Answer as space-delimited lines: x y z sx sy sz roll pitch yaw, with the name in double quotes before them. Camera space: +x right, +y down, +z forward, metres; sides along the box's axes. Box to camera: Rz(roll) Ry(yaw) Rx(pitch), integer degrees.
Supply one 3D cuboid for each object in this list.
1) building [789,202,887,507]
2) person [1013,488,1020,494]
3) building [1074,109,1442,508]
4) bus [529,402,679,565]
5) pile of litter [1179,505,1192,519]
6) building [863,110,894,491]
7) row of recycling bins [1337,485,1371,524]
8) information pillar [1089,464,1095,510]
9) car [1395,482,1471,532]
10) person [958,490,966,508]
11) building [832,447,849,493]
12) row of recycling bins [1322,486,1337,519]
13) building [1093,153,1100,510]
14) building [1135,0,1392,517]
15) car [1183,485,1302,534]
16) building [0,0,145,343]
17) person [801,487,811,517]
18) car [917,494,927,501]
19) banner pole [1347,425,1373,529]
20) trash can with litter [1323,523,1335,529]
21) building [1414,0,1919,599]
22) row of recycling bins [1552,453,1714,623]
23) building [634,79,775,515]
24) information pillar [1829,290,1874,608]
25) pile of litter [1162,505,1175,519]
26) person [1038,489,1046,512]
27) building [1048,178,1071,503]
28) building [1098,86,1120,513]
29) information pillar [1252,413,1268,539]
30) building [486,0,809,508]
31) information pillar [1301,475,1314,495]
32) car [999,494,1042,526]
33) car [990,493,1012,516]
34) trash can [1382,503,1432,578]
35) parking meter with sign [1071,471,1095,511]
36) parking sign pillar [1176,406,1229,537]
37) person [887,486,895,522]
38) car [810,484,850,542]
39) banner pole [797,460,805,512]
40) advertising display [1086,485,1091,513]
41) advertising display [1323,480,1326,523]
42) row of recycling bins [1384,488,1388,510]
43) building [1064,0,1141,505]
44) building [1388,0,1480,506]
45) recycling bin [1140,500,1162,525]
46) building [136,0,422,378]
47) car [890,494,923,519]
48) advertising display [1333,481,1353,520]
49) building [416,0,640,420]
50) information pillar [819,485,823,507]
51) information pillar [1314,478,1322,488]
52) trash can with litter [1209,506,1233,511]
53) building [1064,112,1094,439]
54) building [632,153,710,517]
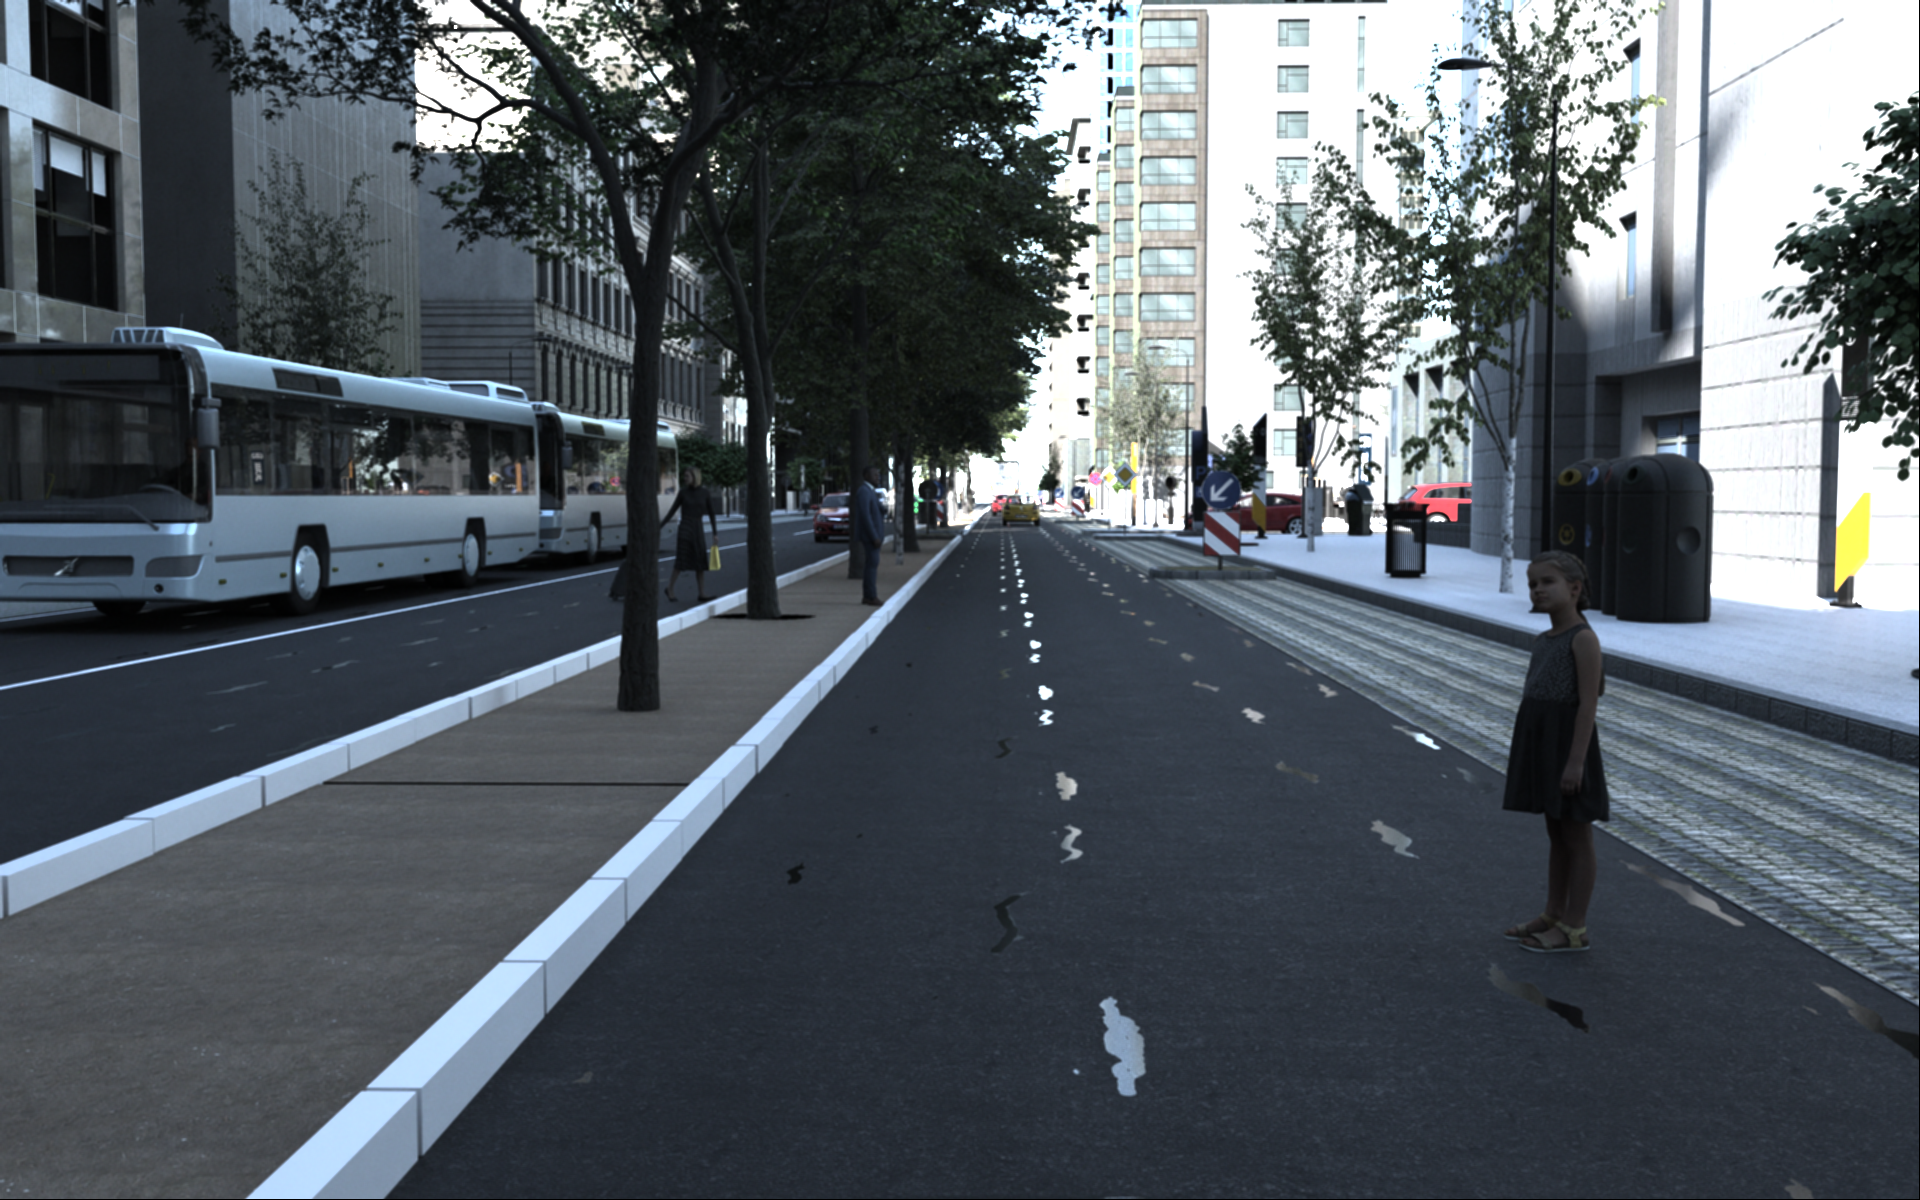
"building" -21.669 -35.650 237.495 22.147 44.769 28.867 0 4 1
"person" 3.943 -6.812 119.843 0.580 1.828 0.573 2 4 25
"building" 27.495 -29.104 167.729 32.217 40.220 23.993 0 4 1
"bus" -8.588 -2.623 37.743 2.948 3.499 13.247 0 4 1
"pile of litter" 12.073 -4.680 90.483 1.176 0.858 1.719 0 4 -7
"building" -21.091 -58.313 266.093 22.319 86.520 31.000 0 4 1
"row of recycling bins" 17.004 -4.114 74.382 1.069 1.692 3.534 0 4 8
"information pillar" 10.370 -8.863 136.269 0.504 3.616 0.183 -2 4 -29
"car" 17.014 -2.966 57.174 5.304 1.827 2.281 0 4 1
"person" 0.119 -10.442 179.328 1.348 1.812 0.705 -1 4 -20
"building" -18.947 -26.327 202.144 14.160 30.474 14.107 0 4 1
"row of recycling bins" 19.784 -5.216 92.388 1.069 1.692 3.534 0 4 -1
"building" 18.418 -23.090 149.224 14.160 30.474 14.107 0 4 1
"building" 17.303 -20.316 103.861 14.160 30.474 14.107 0 4 1
"car" 9.674 -2.977 57.711 4.494 1.783 2.155 0 4 2
"building" -25.669 -12.936 16.015 19.350 26.468 34.151 0 4 1
"person" -9.512 -6.054 107.324 0.795 1.843 0.661 3 5 42
"car" -4.259 -11.166 194.365 2.131 1.459 4.920 0 4 1
"banner pole" 14.556 -4.464 63.001 0.863 3.779 0.401 1 4 20
"trash can with litter" 12.508 -3.203 63.429 2.233 1.210 1.678 2 4 23
"building" 21.475 -30.044 33.218 21.231 58.520 28.212 0 4 1
"row of recycling bins" 7.294 -0.719 18.861 1.069 1.692 3.534 0 4 6
"building" -19.632 -19.483 115.809 12.463 27.353 25.104 0 4 1
"information pillar" 10.067 -1.720 19.484 0.183 3.616 0.504 0 4 -6
"pile of litter" 10.474 -4.598 89.142 1.176 0.858 1.719 1 4 9
"person" 6.723 -8.154 141.686 0.709 1.838 0.599 2 4 31
"building" 24.202 -38.946 260.468 21.300 48.544 21.600 0 4 1
"building" 17.809 -21.665 125.921 14.160 30.474 14.107 0 4 1
"information pillar" 8.612 -3.572 49.761 0.504 3.616 0.183 -2 4 -34
"building" -27.805 -34.385 151.439 28.713 52.752 27.495 0 4 1
"information pillar" 13.639 -3.898 68.230 0.304 2.012 0.304 -1 4 -15
"car" 2.794 -4.245 79.623 2.015 1.641 3.980 0 4 1
"car" 3.061 -6.474 114.895 2.155 1.783 4.494 0 4 3
"trash can" 6.874 -0.920 26.692 0.748 1.137 0.748 0 3 0
"parking meter with sign" 9.320 -8.263 131.364 1.738 3.016 0.543 0 4 1
"parking sign pillar" 7.299 -3.925 52.654 1.447 3.967 1.447 0 4 6
"person" -3.426 -4.867 87.880 0.655 1.846 0.447 2 4 26
"car" -3.460 -2.684 52.931 2.155 1.783 4.494 0 4 -1
"banner pole" -11.651 -8.396 127.295 0.401 3.779 0.863 3 4 37
"advertising display" 8.700 -6.865 117.449 0.123 1.923 0.974 -1 4 -11
"advertising display" 16.293 -4.419 77.463 0.123 1.923 0.974 1 4 12
"row of recycling bins" 30.179 -7.051 122.392 1.069 1.692 3.534 1 4 10
"building" 23.473 -53.896 193.865 22.319 86.520 31.000 0 4 1
"building" 35.024 -46.502 72.979 31.000 86.520 22.319 0 4 1
"recycling bin" 7.877 -3.600 71.414 0.722 1.027 0.722 -1 4 -17
"building" -31.163 -13.899 46.318 30.058 24.678 14.314 0 4 1
"car" -3.074 -5.546 99.475 1.959 1.807 4.718 0 3 0
"advertising display" 19.000 -4.936 85.921 0.974 1.923 0.123 1 4 22
"building" -20.204 -13.700 73.145 9.793 20.994 18.267 0 4 1
"information pillar" -10.951 -8.085 136.681 0.304 2.012 0.304 0 4 1
"information pillar" 16.474 -4.615 79.942 0.304 2.012 0.304 -2 4 -32
"trash can with litter" 7.252 -2.261 48.352 0.624 1.170 1.055 0 4 -4
"building" 28.999 -39.540 235.715 28.713 52.752 27.495 0 4 1
"building" -20.469 -15.702 92.883 11.583 22.565 21.152 0 4 1
